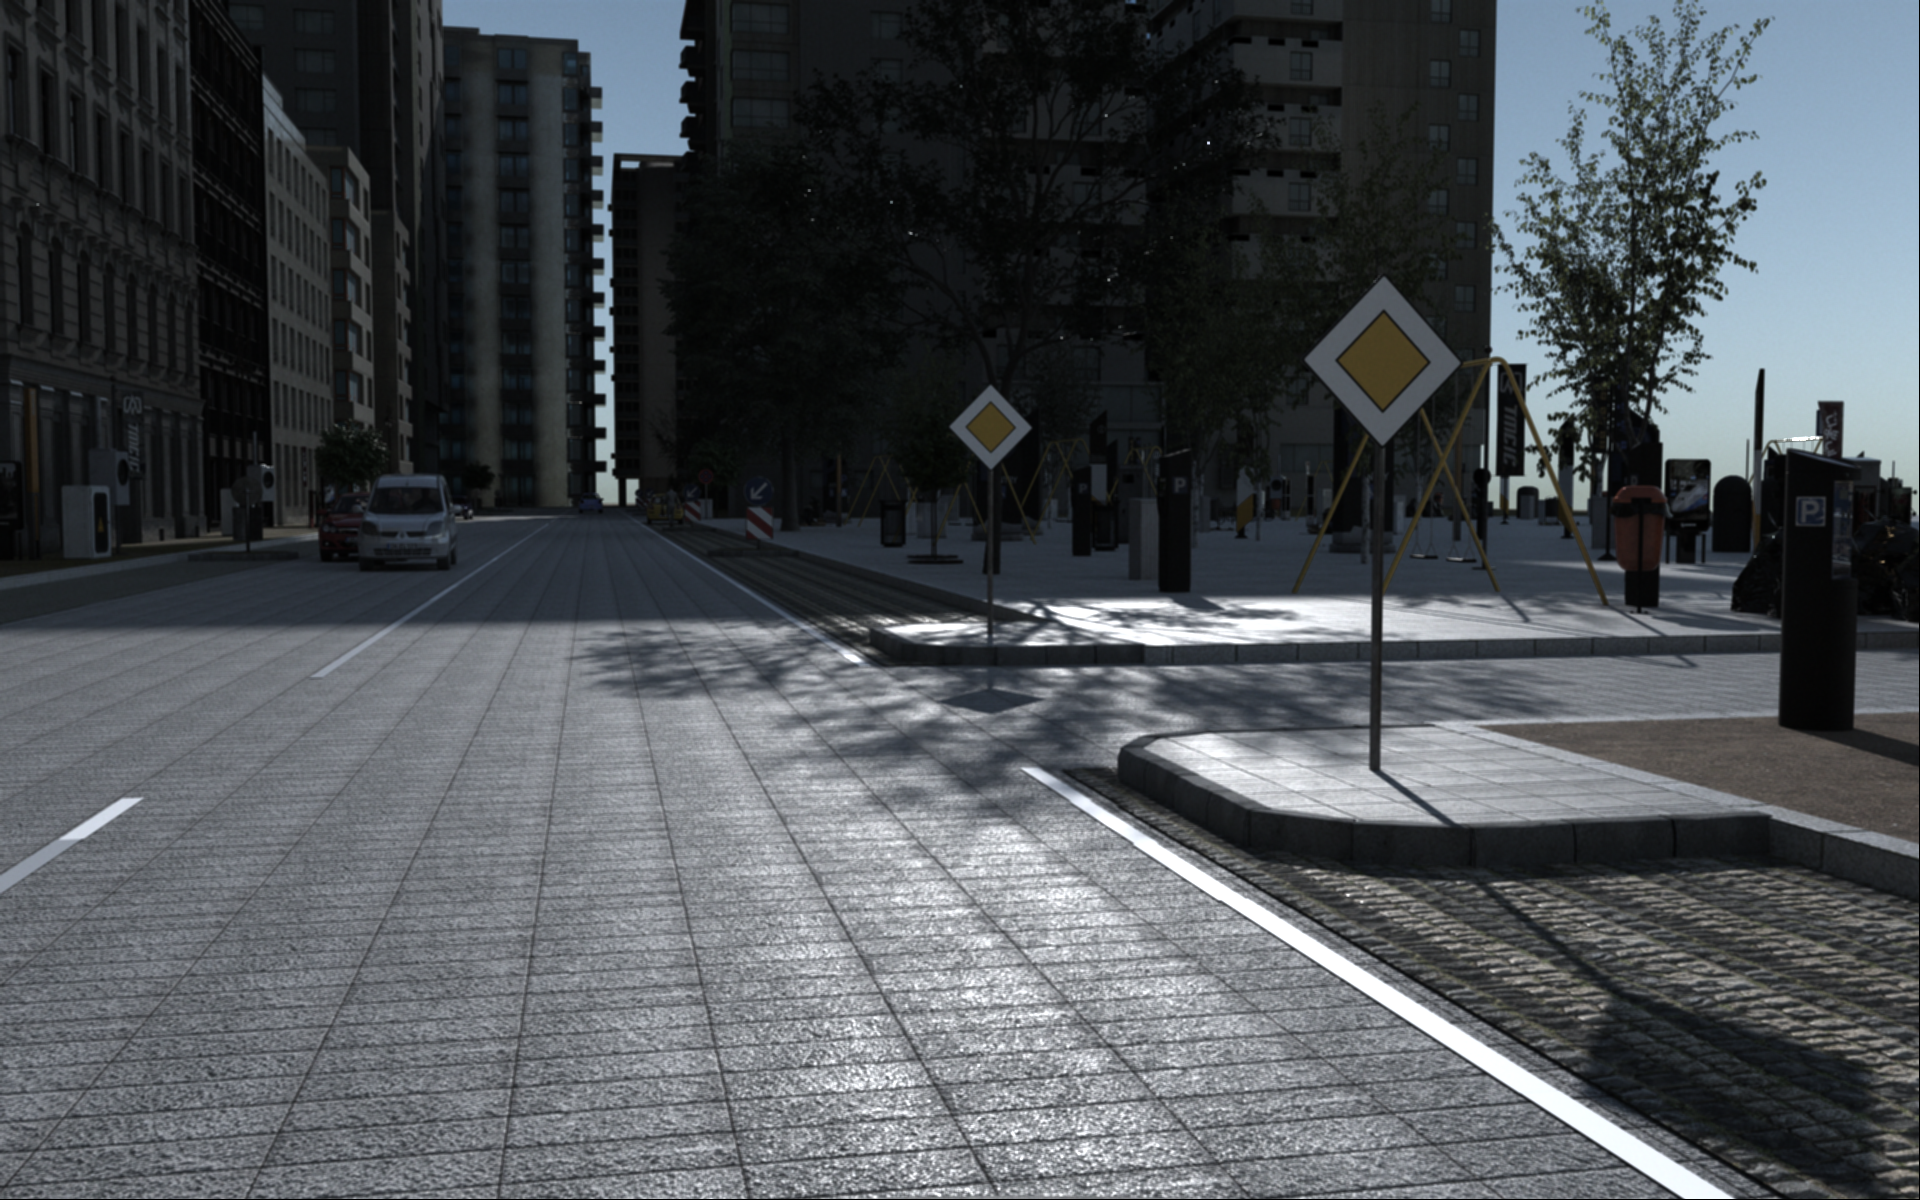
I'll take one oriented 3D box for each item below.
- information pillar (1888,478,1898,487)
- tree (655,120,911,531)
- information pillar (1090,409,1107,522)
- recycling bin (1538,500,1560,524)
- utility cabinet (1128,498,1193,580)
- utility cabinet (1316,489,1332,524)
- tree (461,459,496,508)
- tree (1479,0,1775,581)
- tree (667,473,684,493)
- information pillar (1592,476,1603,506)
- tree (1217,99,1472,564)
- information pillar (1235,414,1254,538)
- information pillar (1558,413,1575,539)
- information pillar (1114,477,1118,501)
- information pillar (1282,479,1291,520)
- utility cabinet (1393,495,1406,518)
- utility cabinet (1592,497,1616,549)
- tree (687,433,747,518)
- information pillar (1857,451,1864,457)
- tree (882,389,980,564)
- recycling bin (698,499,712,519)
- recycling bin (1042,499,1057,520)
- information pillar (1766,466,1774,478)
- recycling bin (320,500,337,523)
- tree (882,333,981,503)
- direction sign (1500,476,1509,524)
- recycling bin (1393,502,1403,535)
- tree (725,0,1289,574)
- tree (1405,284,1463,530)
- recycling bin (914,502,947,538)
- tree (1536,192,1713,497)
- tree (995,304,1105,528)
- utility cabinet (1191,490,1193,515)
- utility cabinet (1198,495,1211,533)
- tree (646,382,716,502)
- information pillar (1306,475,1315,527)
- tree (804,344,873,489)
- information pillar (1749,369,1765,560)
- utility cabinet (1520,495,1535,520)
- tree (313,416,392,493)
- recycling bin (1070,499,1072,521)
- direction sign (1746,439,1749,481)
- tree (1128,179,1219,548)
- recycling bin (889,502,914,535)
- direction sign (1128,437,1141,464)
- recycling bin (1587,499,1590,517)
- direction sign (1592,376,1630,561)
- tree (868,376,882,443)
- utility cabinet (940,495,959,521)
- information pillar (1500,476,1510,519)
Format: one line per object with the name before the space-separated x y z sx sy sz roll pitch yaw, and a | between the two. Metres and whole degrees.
information pillar | 42.107 -4.508 78.200 0.304 2.012 0.304 -1 4 -14
tree | -5.848 -9.354 59.593 9.857 13.997 8.962 0 3 0
information pillar | 3.832 -3.457 47.875 0.504 3.616 0.183 0 4 3
recycling bin | 25.752 -3.863 75.721 0.722 1.027 0.722 0 4 -2
utility cabinet | 3.032 -0.915 26.120 1.020 1.237 0.306 -2 4 -33
utility cabinet | 15.442 -3.958 73.394 0.318 1.500 1.173 2 4 29
tree | -45.220 -10.929 162.401 4.285 4.588 4.351 0 3 0
tree | 9.892 -4.596 25.503 4.360 8.622 3.978 0 3 0
tree | -24.538 -9.341 147.321 1.663 3.219 1.824 0 3 0
information pillar | 25.622 -3.983 69.621 0.304 2.012 0.304 -3 5 -44
tree | 7.247 -4.976 31.725 4.737 8.622 4.395 0 3 0
information pillar | 8.244 -3.597 50.173 0.504 3.616 0.183 0 4 -4
information pillar | 17.553 -3.594 50.119 0.183 3.616 0.504 -2 4 -28
information pillar | 6.746 -4.220 73.487 0.304 2.012 0.304 3 5 43
information pillar | 15.948 -4.905 84.689 0.304 2.012 0.304 -2 4 -27
utility cabinet | 23.846 -5.098 94.513 1.020 1.237 0.306 -1 4 -23
utility cabinet | 15.338 -1.794 40.496 1.020 1.237 0.306 2 4 28
tree | -12.873 -6.595 91.548 4.285 4.588 4.351 0 3 0
information pillar | 48.810 -6.282 94.059 0.504 3.616 0.183 0 4 -4
tree | -0.569 -2.290 32.044 1.663 3.219 1.824 0 3 0
recycling bin | -12.995 -4.629 88.238 0.722 1.027 0.722 -1 4 -10
recycling bin | 4.297 -4.417 84.771 0.722 1.027 0.722 -2 4 -27
information pillar | 21.239 -2.492 45.238 0.304 2.012 0.304 3 5 39
recycling bin | -27.345 -3.836 75.272 0.722 1.027 0.722 -2 4 -35
tree | -0.992 -7.663 75.660 4.737 8.622 4.395 0 3 0
direction sign | 23.289 -5.013 73.958 0.876 3.537 0.379 -1 4 -13
recycling bin | 13.646 -2.600 55.071 0.722 1.027 0.722 2 4 30
tree | 0.524 -5.669 27.098 8.767 10.594 7.601 0 4 -7
tree | 16.466 -6.778 61.177 4.360 8.622 3.978 0 3 0
recycling bin | -0.820 -2.320 50.486 0.722 1.027 0.722 -1 4 -18
tree | 16.241 -5.685 43.313 4.737 8.622 4.395 0 3 0
tree | 3.244 -6.959 64.146 4.360 8.622 3.978 0 3 0
utility cabinet | 11.325 -4.820 87.486 1.173 1.500 0.318 -1 4 -18
utility cabinet | 8.214 -2.871 58.107 0.306 1.237 1.020 0 4 2
tree | -17.954 -9.891 112.072 4.360 8.622 3.978 0 3 0
information pillar | 13.706 -3.867 67.721 0.304 2.012 0.304 1 4 13
tree | -6.173 -7.970 80.669 4.360 8.622 3.978 0 3 0
information pillar | 15.037 -2.525 32.643 0.183 3.616 0.504 1 4 17
utility cabinet | 28.683 -4.672 87.551 0.306 1.237 1.020 0 4 -7
tree | -25.485 -5.431 72.511 4.285 4.588 4.351 0 3 0
recycling bin | 5.617 -4.254 82.113 0.722 1.027 0.722 1 4 19
direction sign | 32.588 -4.876 71.724 0.379 3.537 0.876 2 4 26
tree | 5.646 -5.517 40.558 4.737 8.622 4.395 0 3 0
recycling bin | -1.845 -2.539 54.066 0.722 1.027 0.722 2 4 32
direction sign | 6.937 -4.701 68.859 0.379 3.537 0.876 3 4 38
recycling bin | 35.831 -5.211 97.746 0.722 1.027 0.722 1 4 14
direction sign | 12.533 -2.533 33.411 0.876 3.537 0.379 -2 4 -24
tree | -2.682 -8.346 86.814 4.737 8.622 4.395 0 3 0
utility cabinet | -0.577 -4.377 82.730 1.020 1.237 0.306 1 4 10
information pillar | 28.296 -6.029 89.930 0.504 3.616 0.183 -1 4 -14
